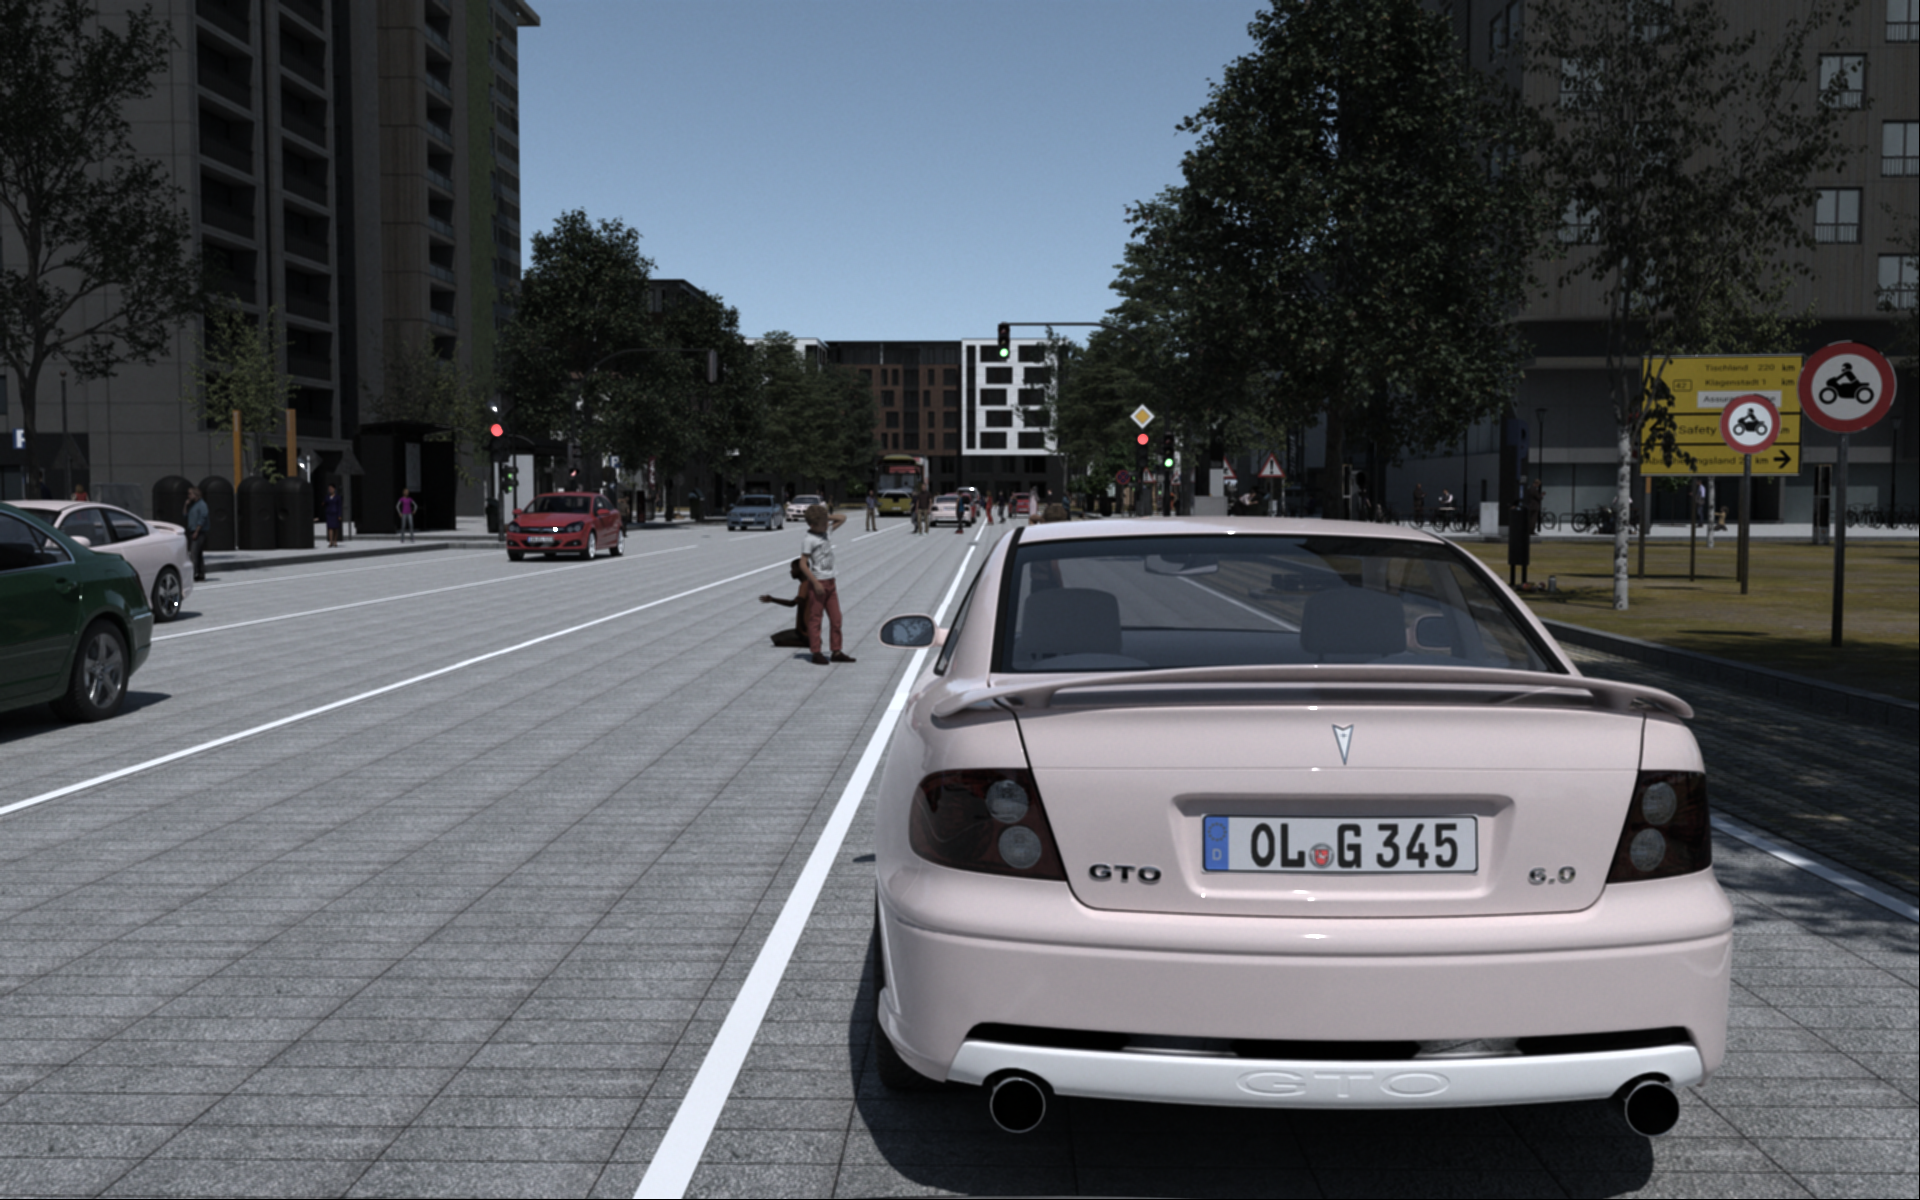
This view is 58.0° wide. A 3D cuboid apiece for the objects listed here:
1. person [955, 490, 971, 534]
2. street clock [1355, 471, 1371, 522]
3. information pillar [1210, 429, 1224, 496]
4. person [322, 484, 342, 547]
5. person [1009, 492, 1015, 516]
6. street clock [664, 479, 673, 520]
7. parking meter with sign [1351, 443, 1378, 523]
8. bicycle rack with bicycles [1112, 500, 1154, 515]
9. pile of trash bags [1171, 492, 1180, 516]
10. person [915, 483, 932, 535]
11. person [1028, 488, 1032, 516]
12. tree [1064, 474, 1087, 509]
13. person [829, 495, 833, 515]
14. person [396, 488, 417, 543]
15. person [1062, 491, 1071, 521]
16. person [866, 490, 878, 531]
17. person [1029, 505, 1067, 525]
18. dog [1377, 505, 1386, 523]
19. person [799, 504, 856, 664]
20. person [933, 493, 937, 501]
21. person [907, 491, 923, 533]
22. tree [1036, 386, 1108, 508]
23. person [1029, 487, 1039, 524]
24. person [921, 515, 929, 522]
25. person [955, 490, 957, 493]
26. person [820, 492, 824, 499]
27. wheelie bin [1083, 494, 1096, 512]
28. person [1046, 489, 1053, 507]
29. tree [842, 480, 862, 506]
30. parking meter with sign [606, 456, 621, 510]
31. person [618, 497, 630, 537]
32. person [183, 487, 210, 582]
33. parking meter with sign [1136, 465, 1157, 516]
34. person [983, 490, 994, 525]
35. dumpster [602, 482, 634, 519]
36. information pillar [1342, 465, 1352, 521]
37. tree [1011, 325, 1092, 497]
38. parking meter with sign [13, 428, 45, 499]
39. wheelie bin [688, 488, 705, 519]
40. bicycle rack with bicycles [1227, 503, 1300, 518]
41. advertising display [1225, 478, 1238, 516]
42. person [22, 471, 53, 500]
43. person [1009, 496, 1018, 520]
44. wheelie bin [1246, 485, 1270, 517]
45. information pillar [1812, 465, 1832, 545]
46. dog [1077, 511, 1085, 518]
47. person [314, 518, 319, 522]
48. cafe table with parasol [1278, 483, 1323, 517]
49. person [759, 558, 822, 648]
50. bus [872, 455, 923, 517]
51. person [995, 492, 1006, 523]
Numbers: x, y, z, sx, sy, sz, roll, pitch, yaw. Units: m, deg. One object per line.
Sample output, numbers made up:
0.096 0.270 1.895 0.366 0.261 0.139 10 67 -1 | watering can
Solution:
0.037 -3.214 62.917 0.662 1.594 0.647 2 4 30 | person
12.904 -3.116 55.515 0.358 2.002 0.471 -2 4 -31 | street clock
8.436 -4.005 56.838 0.504 3.616 0.183 3 4 37 | information pillar
-15.110 -2.034 41.673 0.453 1.535 0.546 -1 4 -22 | person
3.481 -6.303 113.620 0.516 1.574 0.319 3 4 37 | person
-13.811 -4.747 82.179 0.358 2.002 0.471 1 4 16 | street clock
12.698 -3.676 56.357 1.738 3.016 0.543 1 4 12 | parking meter with sign
10.956 -5.813 108.427 2.925 0.926 2.852 -2 4 -33 | bicycle rack with bicycles
11.539 -4.782 87.934 1.912 1.369 3.447 -3 4 -36 | pile of trash bags
-1.282 -3.142 59.996 0.598 1.807 0.434 3 5 39 | person
4.541 -6.242 110.689 0.598 1.807 0.434 1 4 16 | person
11.666 -11.195 177.643 1.663 3.219 1.824 0 3 0 | tree
-8.637 -6.366 116.492 0.340 1.345 0.435 0 4 -3 | person
-14.483 -2.217 45.524 0.726 1.434 0.776 -3 4 -39 | person
4.112 -3.401 66.323 0.499 1.552 0.429 -3 5 -44 | person
-3.422 -3.459 67.116 0.516 1.574 0.319 -2 4 -33 | person
0.698 -0.116 14.299 0.435 1.345 0.340 2 4 35 | person
18.586 -3.810 76.678 0.513 0.831 0.800 2 4 23 | dog
-1.117 -0.136 14.632 0.340 1.345 0.435 2 4 25 | person
-1.555 -6.228 112.798 0.387 1.526 0.523 -2 4 -35 | person
-1.611 -3.189 62.847 0.569 1.553 0.471 -3 5 -40 | person
10.913 -14.351 160.389 9.928 11.665 9.643 0 3 0 | tree
3.060 -3.821 71.647 0.551 1.740 0.621 3 5 44 | person
-1.877 -4.972 89.917 0.434 1.807 0.598 -1 4 -15 | person
-0.337 -7.029 124.339 0.530 1.710 0.541 -1 4 -15 | person
-10.057 -7.067 126.107 0.319 1.574 0.516 1 4 10 | person
9.348 -7.116 124.254 0.980 1.594 0.693 0 4 -7 | wheelie bin
4.785 -5.147 93.458 0.445 1.727 0.742 -1 4 -16 | person
-12.015 -11.893 189.056 1.663 3.219 1.824 0 3 0 | tree
-15.984 -5.102 79.676 0.543 3.016 1.738 -1 4 -21 | parking meter with sign
-11.168 -2.753 57.429 0.435 1.345 0.340 -1 4 -8 | person
-12.399 -1.065 28.119 0.429 1.552 0.499 -1 4 -13 | person
10.944 -6.464 101.943 0.543 3.016 1.738 2 4 32 | parking meter with sign
1.320 -4.291 80.360 0.593 1.614 0.444 -2 4 -27 | person
-16.701 -4.810 84.406 1.264 1.857 1.865 0 4 1 | dumpster
9.550 -2.370 43.242 0.304 2.012 0.304 -2 4 -33 | information pillar
11.769 -20.615 192.948 12.611 20.169 13.585 0 3 0 | tree
-25.025 -3.093 46.825 0.543 3.016 1.738 -1 4 -14 | parking meter with sign
-13.345 -4.874 87.606 0.693 1.594 0.980 1 4 16 | wheelie bin
11.563 -3.313 67.552 2.852 0.926 2.925 -1 4 -19 | bicycle rack with bicycles
10.745 -3.963 70.012 0.974 1.923 0.123 0 4 3 | advertising display
-17.345 -1.578 32.554 0.504 1.737 0.576 -1 4 -19 | person
2.999 -5.192 97.301 0.435 1.345 0.340 -3 5 -42 | person
10.627 -3.284 61.598 0.980 1.594 0.693 -3 4 -37 | wheelie bin
21.732 -2.396 43.669 0.304 2.012 0.304 0 4 4 | information pillar
7.191 -5.013 102.162 0.550 0.427 0.748 -1 4 -14 | dog
-16.823 -1.860 44.384 0.695 0.859 0.347 -3 4 -37 | person
19.481 -5.743 98.767 2.610 1.966 2.610 1 4 14 | cafe table with parasol
-1.585 0.027 16.347 0.655 0.850 0.859 0 4 5 | person
-3.836 -7.354 111.779 2.896 3.916 12.252 0 4 1 | bus
2.019 -4.540 84.941 0.569 1.553 0.471 -2 4 -24 | person
